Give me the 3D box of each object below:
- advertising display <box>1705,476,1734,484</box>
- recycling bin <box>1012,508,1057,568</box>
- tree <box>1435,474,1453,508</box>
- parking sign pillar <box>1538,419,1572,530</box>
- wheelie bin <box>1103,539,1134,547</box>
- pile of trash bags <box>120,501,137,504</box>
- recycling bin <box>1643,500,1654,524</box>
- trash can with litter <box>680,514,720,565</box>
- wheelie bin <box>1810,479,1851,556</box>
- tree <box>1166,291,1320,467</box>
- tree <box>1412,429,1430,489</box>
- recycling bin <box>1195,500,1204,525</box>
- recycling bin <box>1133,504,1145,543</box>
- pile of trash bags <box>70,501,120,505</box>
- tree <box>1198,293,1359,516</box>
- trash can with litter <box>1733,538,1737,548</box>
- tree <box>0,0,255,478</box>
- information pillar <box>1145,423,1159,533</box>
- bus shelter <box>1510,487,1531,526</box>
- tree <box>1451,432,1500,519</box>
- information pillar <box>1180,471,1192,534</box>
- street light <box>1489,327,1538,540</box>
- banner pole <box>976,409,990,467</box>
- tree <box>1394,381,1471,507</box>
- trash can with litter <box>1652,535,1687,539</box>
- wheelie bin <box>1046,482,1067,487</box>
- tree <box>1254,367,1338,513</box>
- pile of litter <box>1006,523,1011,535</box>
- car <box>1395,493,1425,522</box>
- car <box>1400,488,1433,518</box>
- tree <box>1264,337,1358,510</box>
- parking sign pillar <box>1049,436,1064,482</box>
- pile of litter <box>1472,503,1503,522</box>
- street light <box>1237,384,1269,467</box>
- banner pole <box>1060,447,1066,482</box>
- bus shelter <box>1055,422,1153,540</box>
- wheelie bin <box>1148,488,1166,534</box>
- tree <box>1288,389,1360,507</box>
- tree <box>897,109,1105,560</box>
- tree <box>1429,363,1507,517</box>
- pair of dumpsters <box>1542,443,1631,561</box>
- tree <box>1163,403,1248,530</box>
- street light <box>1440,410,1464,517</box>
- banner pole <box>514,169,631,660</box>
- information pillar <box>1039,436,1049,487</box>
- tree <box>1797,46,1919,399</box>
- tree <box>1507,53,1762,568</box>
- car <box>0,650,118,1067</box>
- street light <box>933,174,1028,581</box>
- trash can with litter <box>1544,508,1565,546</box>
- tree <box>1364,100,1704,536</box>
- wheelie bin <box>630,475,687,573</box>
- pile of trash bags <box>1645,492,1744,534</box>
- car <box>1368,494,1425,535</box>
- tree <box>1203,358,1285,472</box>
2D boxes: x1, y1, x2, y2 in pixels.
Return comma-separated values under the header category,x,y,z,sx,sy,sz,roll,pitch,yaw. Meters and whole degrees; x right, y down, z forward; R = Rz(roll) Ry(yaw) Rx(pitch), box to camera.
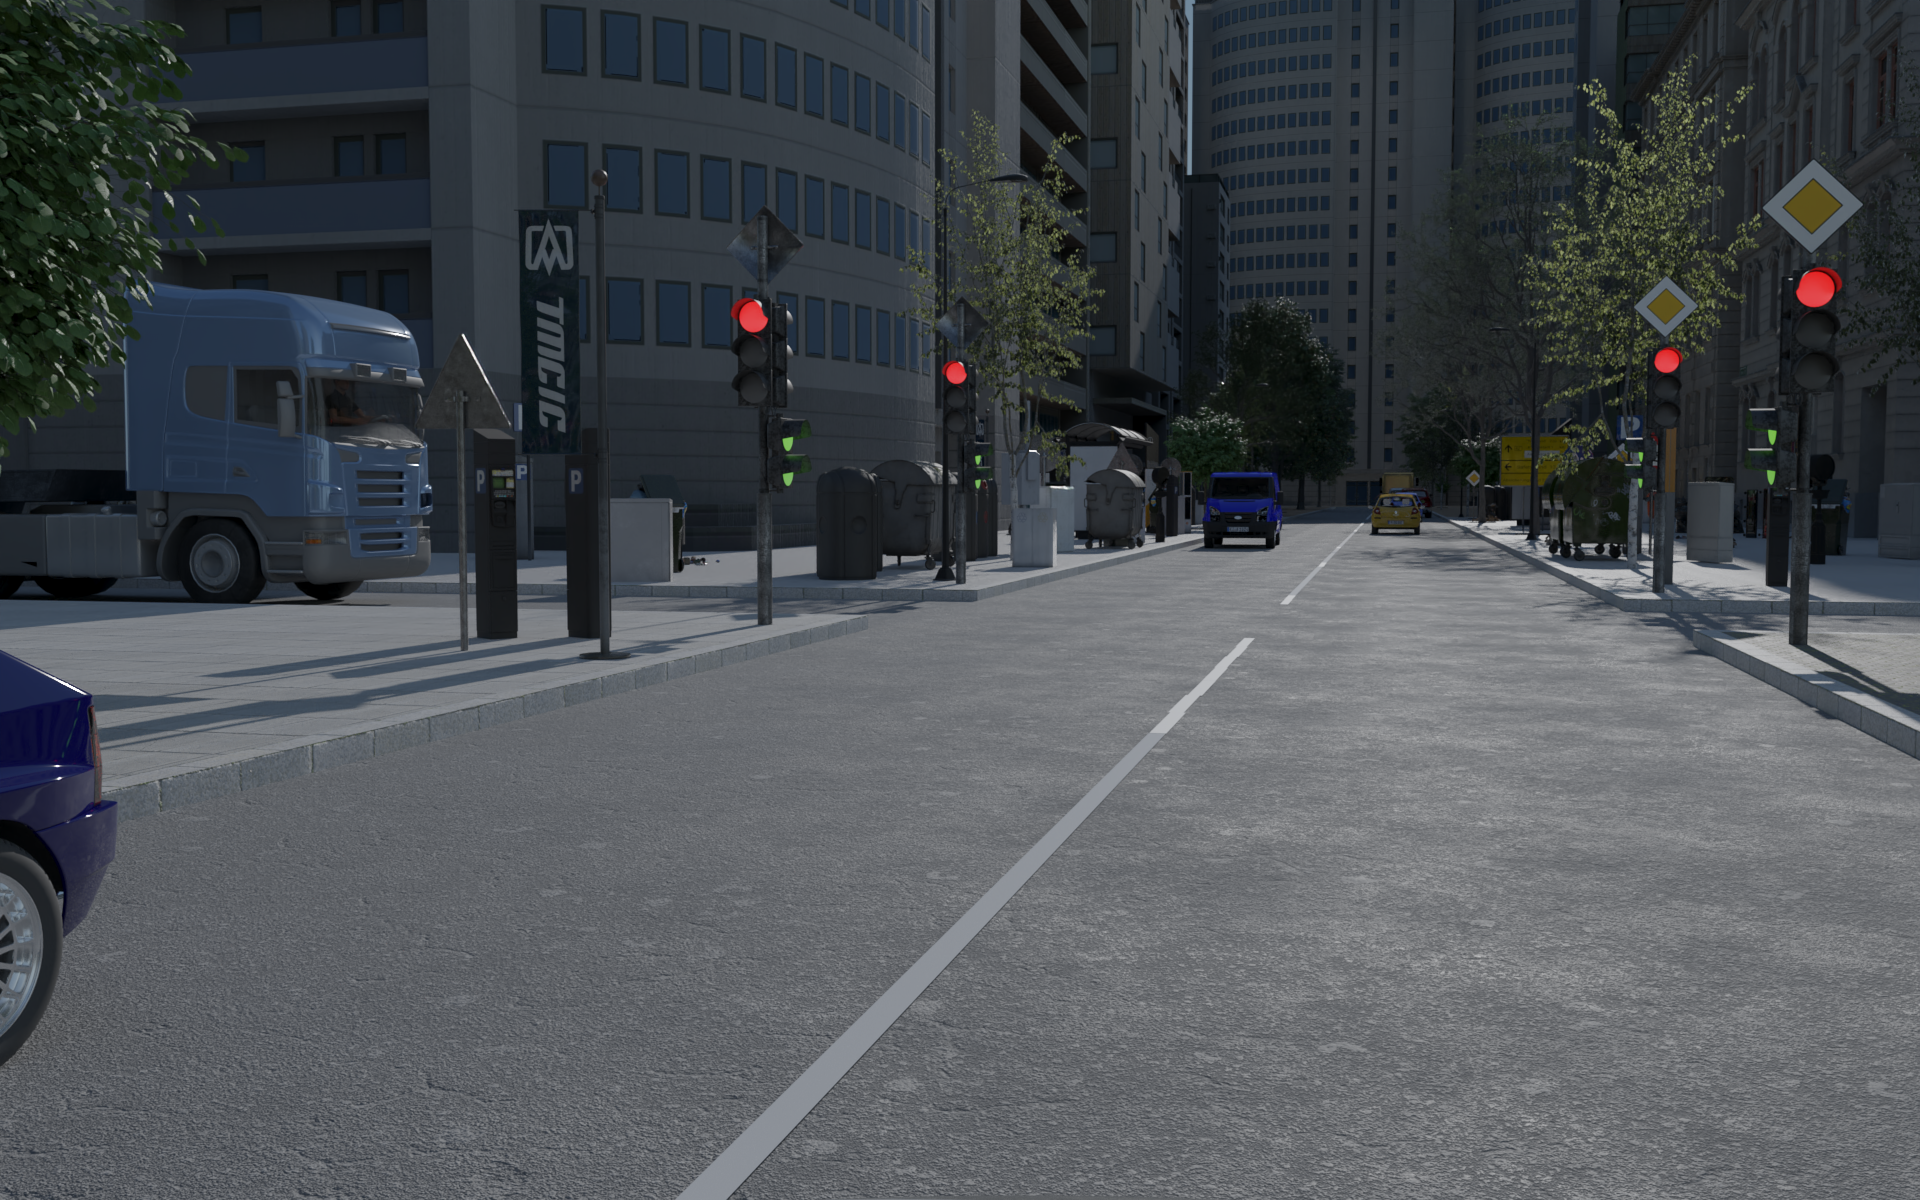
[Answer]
category,x,y,z,sx,sy,sz,roll,pitch,yaw
advertising display,27.741,-3.555,63.339,0.974,1.923,0.123,1,4,20
recycling bin,1.317,-1.103,30.593,0.722,1.027,0.722,1,4,9
tree,44.540,-10.124,160.126,1.663,3.219,1.824,0,3,0
parking sign pillar,21.167,-4.493,61.938,1.447,3.967,1.447,-1,4,-18
wheelie bin,3.822,-2.110,42.412,0.980,1.594,0.693,-2,4,-25
pile of trash bags,-40.835,-4.811,88.404,3.447,1.369,1.912,2,4,29
recycling bin,30.329,-3.856,75.601,0.722,1.027,0.722,-1,4,-22
trash can with litter,-5.237,-1.278,31.947,1.678,1.210,2.233,-1,4,-20
wheelie bin,18.228,-1.739,36.346,0.980,1.594,0.693,3,5,45
tree,12.954,-8.869,79.422,7.601,10.594,8.767,1,4,9
tree,39.781,-11.799,143.280,4.360,8.622,3.978,0,3,0
recycling bin,9.909,-3.702,73.081,0.722,1.027,0.722,1,4,9
recycling bin,4.401,-2.007,45.371,0.722,1.027,0.722,2,4,28
pile of trash bags,-40.953,-4.301,80.079,3.447,1.369,1.912,2,4,29
tree,17.998,-11.147,99.262,9.611,12.733,9.660,0,3,0
trash can with litter,18.296,-1.843,41.521,0.624,1.170,1.055,0,4,-4
tree,-5.366,-1.525,8.653,4.285,4.588,4.351,0,3,0
information pillar,6.335,-4.035,57.323,0.504,3.616,0.183,-2,4,-27
bus shelter,22.563,-4.521,67.847,2.014,3.302,5.546,1,4,14
tree,26.907,-6.448,89.131,4.285,4.588,4.351,0,3,0
information pillar,7.327,-3.166,56.263,0.304,2.012,0.304,-1,4,-16
street light,15.416,-4.632,48.268,1.470,5.913,1.316,1,4,14
banner pole,0.679,-3.735,51.077,0.401,3.779,0.863,2,4,35
tree,46.566,-15.406,170.016,7.486,12.596,7.792,0,3,0
trash can with litter,20.957,-2.357,49.594,2.233,1.210,1.678,1,4,20
wheelie bin,2.528,-2.312,45.710,0.980,1.594,0.693,0,4,-7
tree,21.886,-11.792,118.557,9.928,11.665,9.643,0,3,0
pile of litter,2.219,-2.474,54.422,1.719,0.858,1.176,-1,4,-13
car,22.836,-4.844,88.783,1.945,1.707,3.694,1,4,14
car,27.401,-5.866,104.587,2.281,1.827,5.304,1,4,13
tree,28.018,-14.399,142.073,9.857,13.997,8.962,0,3,0
parking sign pillar,4.137,-5.564,79.443,1.447,3.967,1.447,3,5,43
pile of litter,24.817,-4.127,81.447,1.176,0.858,1.719,-1,4,-8
street light,12.278,-6.150,73.097,1.470,5.913,1.316,1,4,14
banner pole,4.758,-5.574,81.147,0.863,3.779,0.401,3,5,40
bus shelter,4.330,-3.504,51.210,2.014,3.302,5.546,1,4,14
wheelie bin,6.537,-2.967,56.410,0.693,1.594,0.980,1,4,22
tree,34.552,-15.211,166.829,7.486,12.596,7.792,0,3,0
tree,0.973,-5.065,33.169,4.360,8.622,3.978,0,3,0
tree,29.133,-9.047,98.288,4.360,8.622,3.978,0,3,0
pair of dumpsters,12.703,-1.978,34.840,1.574,2.255,4.437,1,4,14
tree,8.980,-4.844,62.910,4.285,4.588,4.351,0,3,0
street light,27.095,-7.514,95.391,1.470,5.913,1.316,1,4,14
banner pole,-3.015,-1.434,13.471,0.863,3.779,0.401,0,4,0
information pillar,3.339,-4.725,68.602,0.504,3.616,0.183,3,5,40
tree,15.726,-4.712,27.400,4.360,8.622,3.978,0,3,0
tree,11.669,-4.864,29.892,4.360,8.622,3.978,0,3,0
car,-3.562,0.576,3.164,1.945,1.354,3.894,1,4,16
street light,0.307,-3.233,25.397,1.470,5.913,1.316,1,4,14
trash can with litter,14.801,-1.937,43.057,0.624,1.170,1.055,0,4,-1
tree,17.954,-8.781,53.939,12.009,13.543,11.850,0,3,0
wheelie bin,-4.960,-1.245,28.270,0.980,1.594,0.693,-3,5,-42
pile of trash bags,24.225,-2.914,57.391,1.912,1.369,3.447,-2,4,-31
car,15.788,-3.208,62.668,2.015,1.641,3.980,1,4,14
tree,14.862,-8.538,89.957,4.737,8.622,4.395,0,3,0
